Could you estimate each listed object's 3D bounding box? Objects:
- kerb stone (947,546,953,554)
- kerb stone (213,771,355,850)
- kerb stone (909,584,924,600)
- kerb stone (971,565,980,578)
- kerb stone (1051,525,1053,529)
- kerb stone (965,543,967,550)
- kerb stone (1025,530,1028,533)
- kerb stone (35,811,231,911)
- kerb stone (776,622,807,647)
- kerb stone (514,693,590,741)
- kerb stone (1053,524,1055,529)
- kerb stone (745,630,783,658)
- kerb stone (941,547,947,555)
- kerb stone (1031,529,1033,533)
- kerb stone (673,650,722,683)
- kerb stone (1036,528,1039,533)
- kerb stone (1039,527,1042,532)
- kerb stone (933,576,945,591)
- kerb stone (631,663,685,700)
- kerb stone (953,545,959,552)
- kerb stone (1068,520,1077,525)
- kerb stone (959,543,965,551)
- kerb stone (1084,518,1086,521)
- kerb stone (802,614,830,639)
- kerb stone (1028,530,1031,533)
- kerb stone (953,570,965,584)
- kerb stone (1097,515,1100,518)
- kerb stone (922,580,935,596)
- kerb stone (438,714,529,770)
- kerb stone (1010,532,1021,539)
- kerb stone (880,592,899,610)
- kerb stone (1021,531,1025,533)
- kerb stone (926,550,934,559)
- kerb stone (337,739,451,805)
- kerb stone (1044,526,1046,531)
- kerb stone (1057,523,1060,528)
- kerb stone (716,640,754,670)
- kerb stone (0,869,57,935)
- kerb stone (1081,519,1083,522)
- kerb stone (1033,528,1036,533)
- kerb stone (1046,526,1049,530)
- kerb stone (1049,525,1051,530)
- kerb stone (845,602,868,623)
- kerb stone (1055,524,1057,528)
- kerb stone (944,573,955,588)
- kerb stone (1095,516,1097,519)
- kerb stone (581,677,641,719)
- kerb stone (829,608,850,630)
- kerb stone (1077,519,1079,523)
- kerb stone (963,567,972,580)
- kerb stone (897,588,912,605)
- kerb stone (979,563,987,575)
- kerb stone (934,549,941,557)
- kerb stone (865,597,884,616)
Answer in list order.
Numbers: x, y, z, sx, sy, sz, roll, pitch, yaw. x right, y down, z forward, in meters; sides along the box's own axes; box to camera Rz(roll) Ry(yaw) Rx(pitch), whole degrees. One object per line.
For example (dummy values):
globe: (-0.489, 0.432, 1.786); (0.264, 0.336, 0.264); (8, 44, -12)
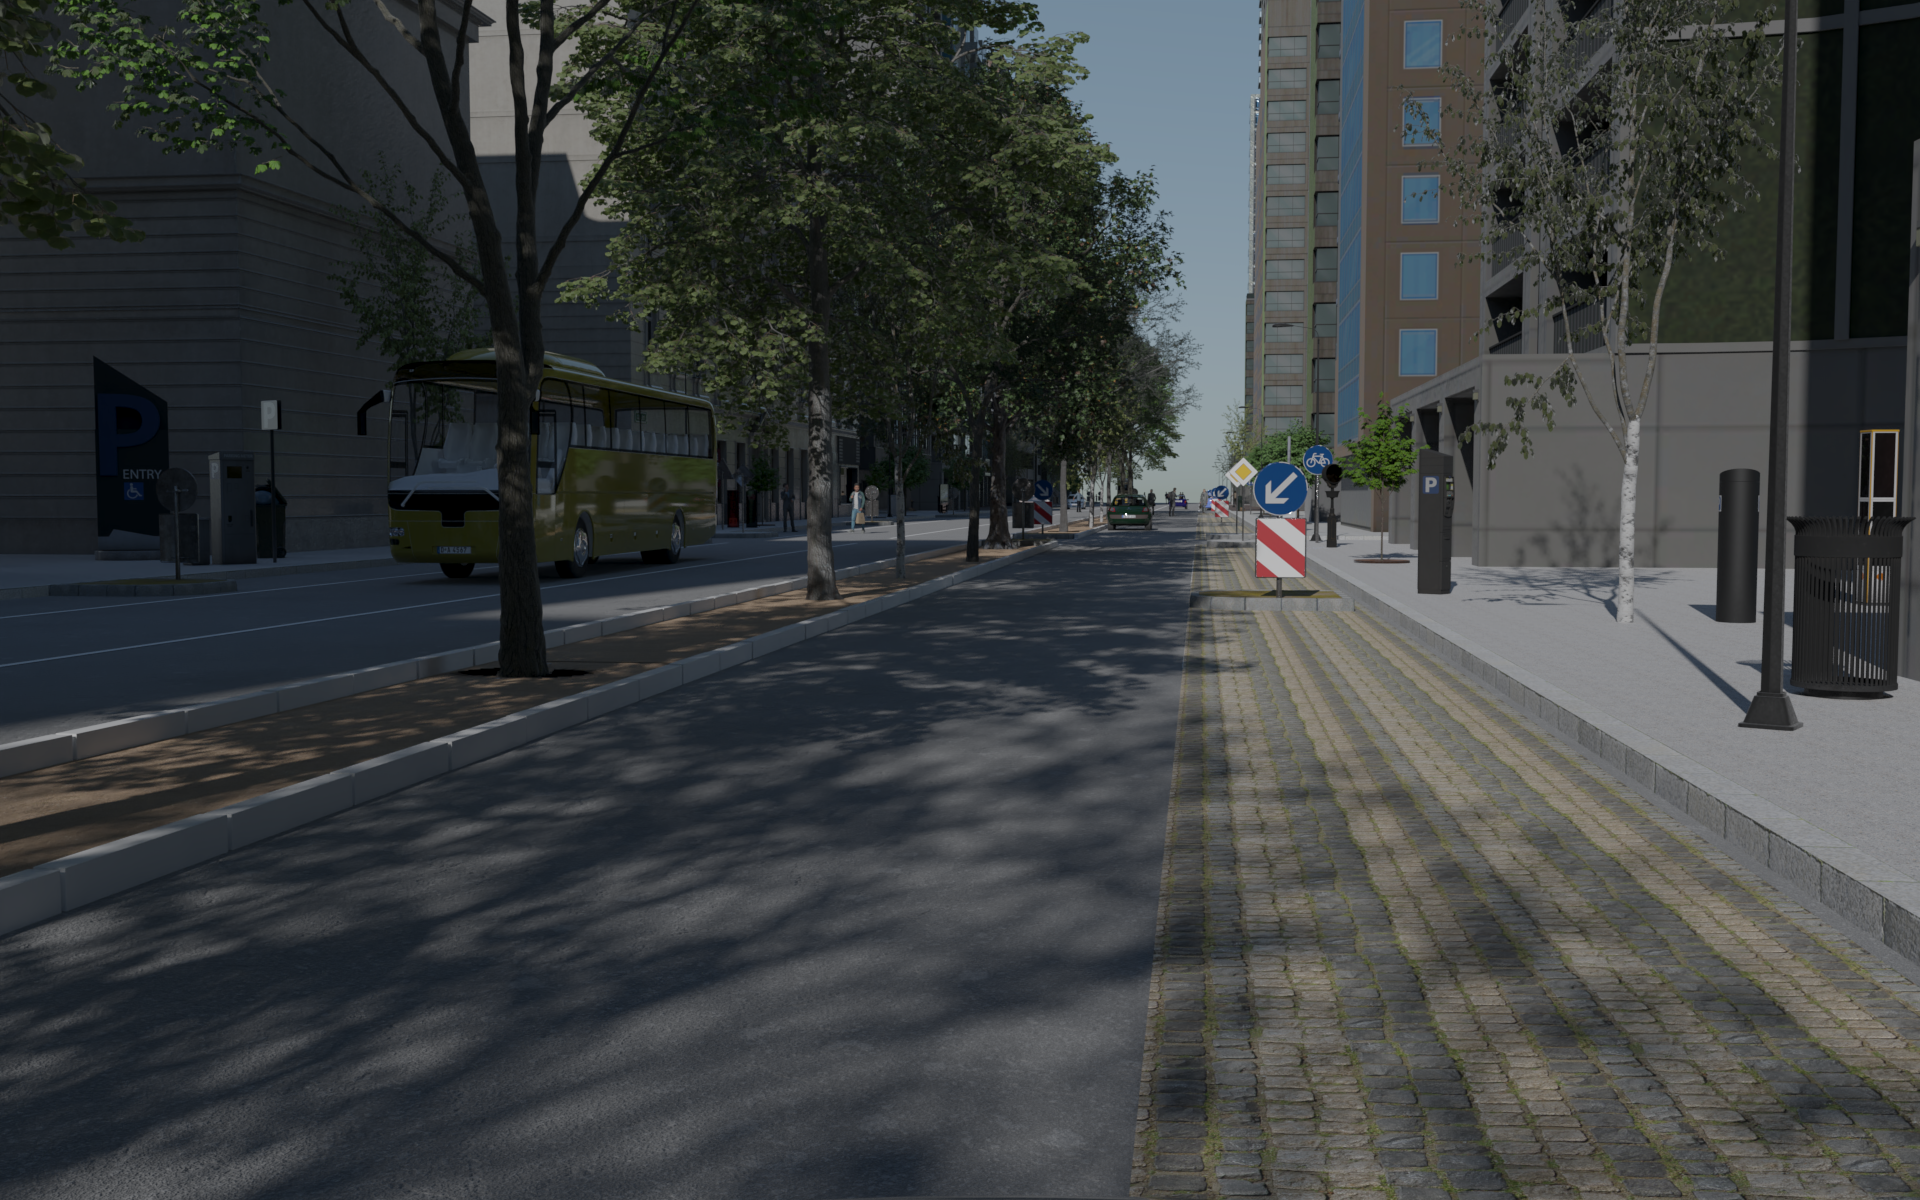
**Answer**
kerb stone: (-0.354, -1.158, 41.272); (0.120, 0.150, 1.000); (0, 4, 8)
kerb stone: (-2.918, 0.905, 7.465); (0.120, 0.150, 1.000); (0, 4, 8)
kerb stone: (-0.662, -0.087, 23.708); (0.120, 0.150, 1.000); (0, 4, 8)
kerb stone: (0.174, -0.466, 29.809); (0.120, 0.150, 1.000); (0, 4, 8)
kerb stone: (3.532, -2.877, 69.244); (0.120, 0.150, 1.000); (0, 4, 8)
kerb stone: (0.073, -1.347, 44.317); (0.120, 0.150, 1.000); (0, 4, 8)
kerb stone: (2.120, -2.251, 59.073); (0.120, 0.150, 1.000); (0, 4, 8)
kerb stone: (-3.058, 0.963, 6.445); (0.120, 0.150, 1.000); (0, 4, 8)
kerb stone: (-1.656, 0.343, 16.584); (0.120, 0.150, 1.000); (0, 4, 8)
kerb stone: (-2.494, 0.715, 10.502); (0.120, 0.150, 1.000); (0, 4, 8)
kerb stone: (3.658, -2.940, 70.266); (0.120, 0.150, 1.000); (0, 4, 8)
kerb stone: (-1.792, 0.405, 15.571); (0.120, 0.150, 1.000); (0, 4, 8)
kerb stone: (-0.495, -1.103, 40.260); (0.120, 0.150, 1.000); (0, 4, 8)
kerb stone: (2.394, -2.378, 61.102); (0.120, 0.150, 1.000); (0, 4, 8)
kerb stone: (-2.075, 0.529, 13.546); (0.120, 0.150, 1.000); (0, 4, 8)
kerb stone: (2.687, -2.504, 63.132); (0.120, 0.150, 1.000); (0, 4, 8)
kerb stone: (2.822, -2.566, 64.152); (0.120, 0.150, 1.000); (0, 4, 8)
kerb stone: (-0.389, -0.214, 25.748); (0.120, 0.150, 1.000); (0, 4, 8)
kerb stone: (-2.216, 0.595, 12.528); (0.120, 0.150, 1.000); (0, 4, 8)
kerb stone: (-0.210, -1.229, 42.284); (0.120, 0.150, 1.000); (0, 4, 8)
kerb stone: (5.353, -3.684, 82.428); (0.120, 0.150, 1.000); (0, 4, 8)
kerb stone: (-0.069, -1.289, 43.302); (0.120, 0.150, 1.000); (0, 4, 8)
kerb stone: (6.199, -4.048, 88.502); (0.120, 0.150, 1.000); (0, 4, 8)
kerb stone: (-1.511, 0.282, 17.608); (0.120, 0.150, 1.000); (0, 4, 8)
kerb stone: (2.253, -2.317, 60.086); (0.120, 0.150, 1.000); (0, 4, 8)
kerb stone: (-0.094, -0.342, 27.782); (0.120, 0.150, 1.000); (0, 4, 8)
kerb stone: (8.161, -4.920, 102.695); (0.120, 0.150, 1.000); (0, 4, 8)
kerb stone: (-0.522, -0.147, 24.735); (0.120, 0.150, 1.000); (0, 4, 8)
kerb stone: (-2.627, 0.779, 9.489); (0.120, 0.150, 1.000); (0, 4, 8)
kerb stone: (1.831, -2.131, 57.040); (0.120, 0.150, 1.000); (0, 4, 8)
kerb stone: (-0.941, 0.032, 21.677); (0.120, 0.150, 1.000); (0, 4, 8)
kerb stone: (1.979, -2.190, 58.057); (0.120, 0.150, 1.000); (0, 4, 8)
kerb stone: (-0.773, -0.980, 38.224); (0.120, 0.150, 1.000); (0, 4, 8)
kerb stone: (-2.777, 0.841, 8.477); (0.120, 0.150, 1.000); (0, 4, 8)
kerb stone: (3.097, -2.690, 66.182); (0.120, 0.150, 1.000); (0, 4, 8)
kerb stone: (3.952, -3.060, 72.292); (0.120, 0.150, 1.000); (0, 4, 8)
kerb stone: (-1.936, 0.472, 14.559); (0.120, 0.150, 1.000); (0, 4, 8)
kerb stone: (-3.201, 1.027, 5.432); (0.120, 0.150, 1.000); (0, 4, 8)
kerb stone: (5.923, -3.932, 86.476); (0.120, 0.150, 1.000); (0, 4, 8)
kerb stone: (2.536, -2.442, 62.119); (0.120, 0.150, 1.000); (0, 4, 8)
kerb stone: (3.238, -2.753, 67.211); (0.120, 0.150, 1.000); (0, 4, 8)
kerb stone: (3.388, -2.815, 68.224); (0.120, 0.150, 1.000); (0, 4, 8)
kerb stone: (-1.226, 0.156, 19.642); (0.120, 0.150, 1.000); (0, 4, 8)
kerb stone: (3.806, -3.002, 71.280); (0.120, 0.150, 1.000); (0, 4, 8)
kerb stone: (-0.249, -0.280, 26.767); (0.120, 0.150, 1.000); (0, 4, 8)
kerb stone: (7.468, -4.614, 97.627); (0.120, 0.150, 1.000); (0, 4, 8)
kerb stone: (-2.354, 0.656, 11.515); (0.120, 0.150, 1.000); (0, 4, 8)
kerb stone: (-1.368, 0.227, 18.624); (0.120, 0.150, 1.000); (0, 4, 8)
kerb stone: (5.495, -3.745, 83.440); (0.120, 0.150, 1.000); (0, 4, 8)
kerb stone: (0.038, -0.404, 28.795); (0.120, 0.150, 1.000); (0, 4, 8)
kerb stone: (-0.805, -0.025, 22.695); (0.120, 0.150, 1.000); (0, 4, 8)
kerb stone: (0.320, -0.528, 30.821); (0.120, 0.150, 1.000); (0, 4, 8)
kerb stone: (-0.630, -1.043, 39.242); (0.120, 0.150, 1.000); (0, 4, 8)
kerb stone: (-1.085, 0.096, 20.656); (0.120, 0.150, 1.000); (0, 4, 8)
